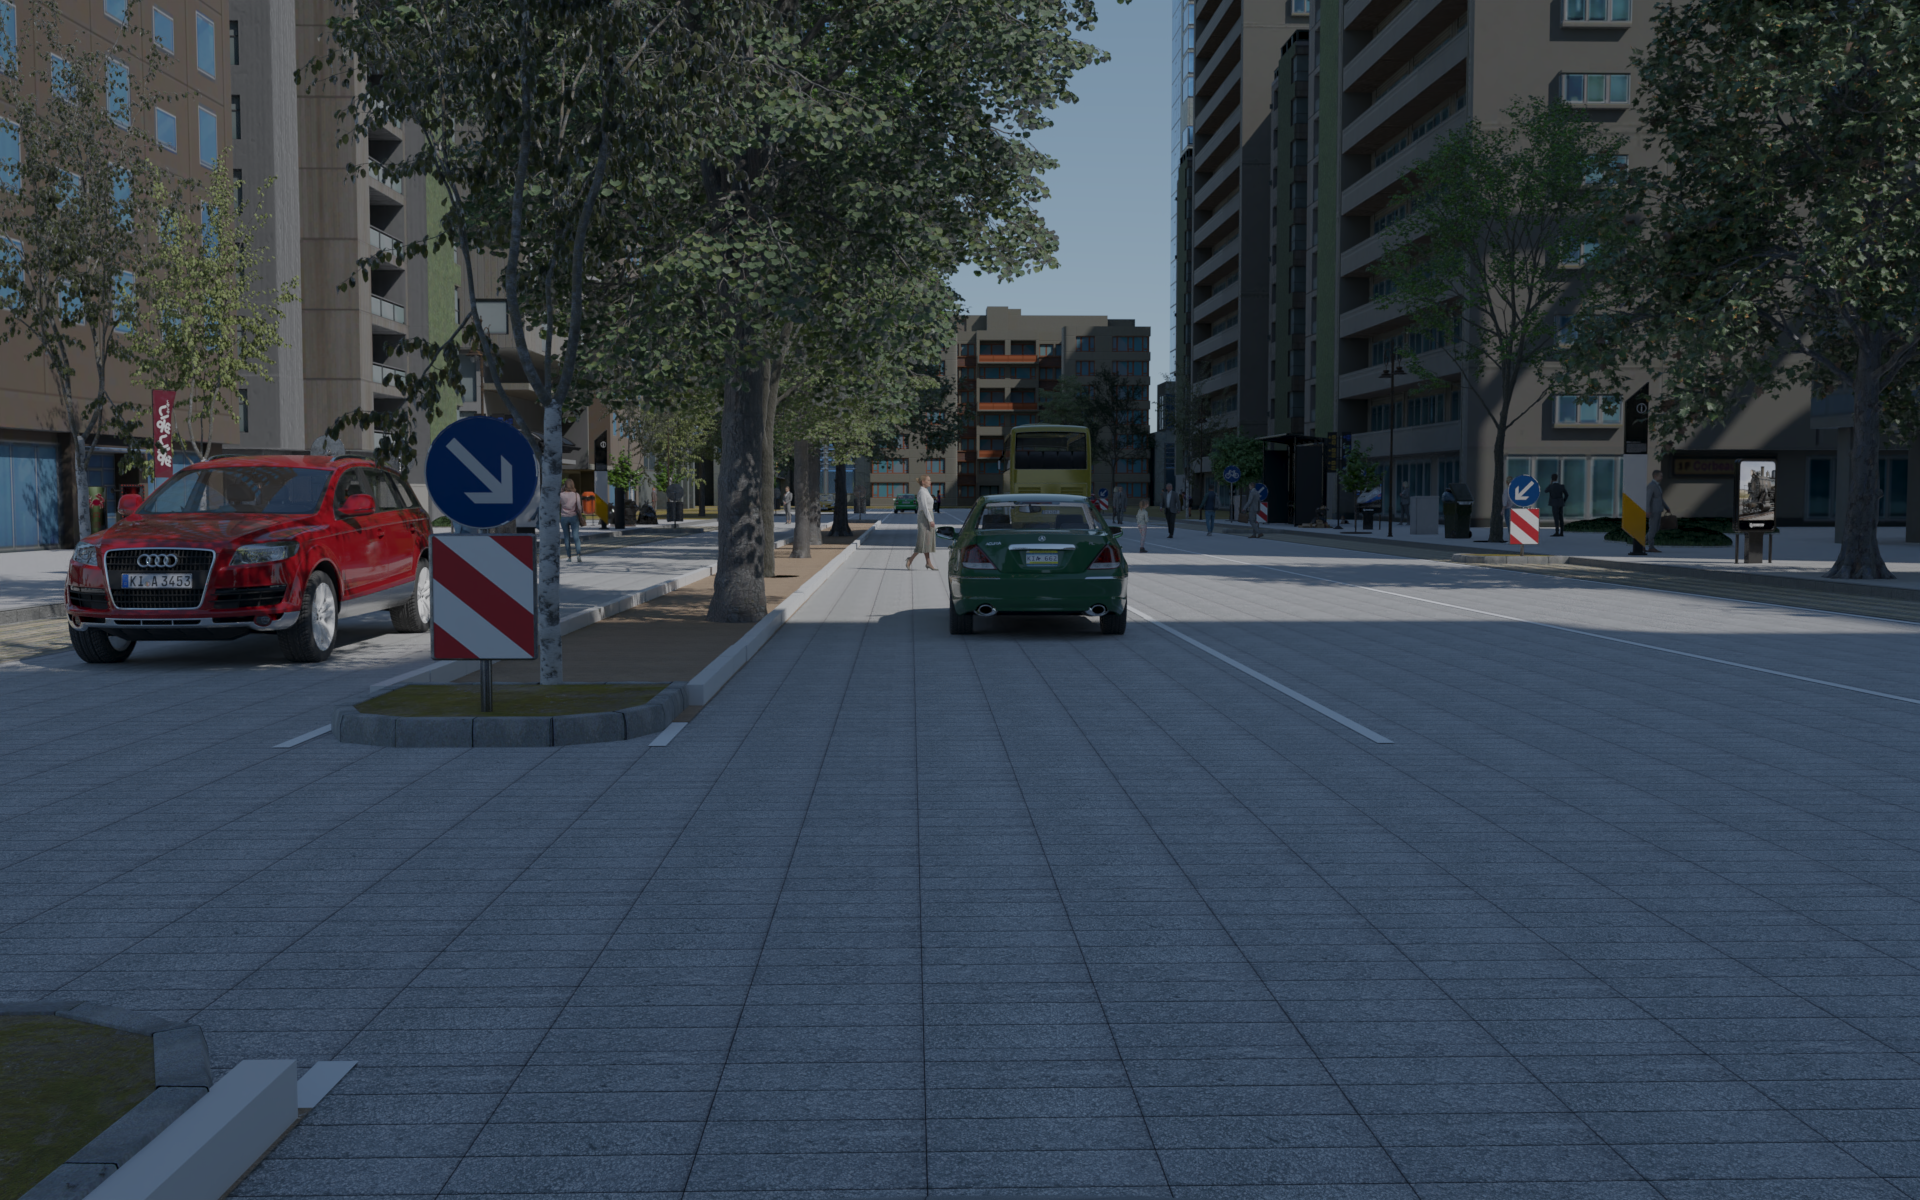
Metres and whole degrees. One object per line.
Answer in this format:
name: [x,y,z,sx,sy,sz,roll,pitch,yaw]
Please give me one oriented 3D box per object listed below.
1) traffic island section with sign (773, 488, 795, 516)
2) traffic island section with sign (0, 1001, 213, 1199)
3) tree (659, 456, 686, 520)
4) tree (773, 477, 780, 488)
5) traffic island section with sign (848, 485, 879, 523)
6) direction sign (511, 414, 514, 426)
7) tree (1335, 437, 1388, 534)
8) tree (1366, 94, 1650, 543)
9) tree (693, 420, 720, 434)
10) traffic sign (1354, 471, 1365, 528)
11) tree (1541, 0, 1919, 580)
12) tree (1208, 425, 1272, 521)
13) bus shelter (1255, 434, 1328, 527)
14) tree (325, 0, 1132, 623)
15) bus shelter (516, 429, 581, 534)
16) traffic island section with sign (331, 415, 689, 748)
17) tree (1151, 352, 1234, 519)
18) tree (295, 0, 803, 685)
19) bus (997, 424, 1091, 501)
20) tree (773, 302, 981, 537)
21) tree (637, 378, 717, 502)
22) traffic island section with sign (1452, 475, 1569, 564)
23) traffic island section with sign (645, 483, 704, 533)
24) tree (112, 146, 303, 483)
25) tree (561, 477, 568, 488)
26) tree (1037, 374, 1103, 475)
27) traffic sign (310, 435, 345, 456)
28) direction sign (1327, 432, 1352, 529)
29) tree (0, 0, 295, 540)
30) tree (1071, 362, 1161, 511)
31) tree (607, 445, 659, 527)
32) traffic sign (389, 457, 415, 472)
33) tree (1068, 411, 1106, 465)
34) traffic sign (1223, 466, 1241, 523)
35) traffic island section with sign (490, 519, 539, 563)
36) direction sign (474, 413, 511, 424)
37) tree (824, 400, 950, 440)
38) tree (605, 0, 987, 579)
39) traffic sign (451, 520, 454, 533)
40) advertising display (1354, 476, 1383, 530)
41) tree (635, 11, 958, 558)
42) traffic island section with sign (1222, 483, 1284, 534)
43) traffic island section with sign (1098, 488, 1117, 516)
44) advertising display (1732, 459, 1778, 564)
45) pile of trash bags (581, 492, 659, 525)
traffic island section with sign: [-11.932,-6.360,112.618,1.989,1.847,2.006,0,4,-2]
traffic island section with sign: [-2.593,0.294,3.332,2.006,1.907,1.989,0,4,-2]
tree: [-14.808,-5.682,87.501,1.663,3.219,1.824,0,3,0]
tree: [-16.312,-9.374,147.869,1.663,3.219,1.824,0,3,0]
traffic island section with sign: [-4.982,-4.753,85.843,2.006,1.907,1.989,0,4,-2]
direction sign: [-13.062,-3.516,49.491,0.876,3.537,0.379,2,4,29]
tree: [12.728,-3.755,55.996,1.663,3.219,1.824,0,3,0]
tree: [14.306,-7.318,45.407,9.928,11.665,9.643,0,3,0]
tree: [-15.016,-13.341,128.493,12.009,13.543,11.850,0,3,0]
traffic sign: [14.997,-4.005,65.594,0.768,2.556,0.104,0,4,6]
tree: [13.857,-6.669,26.054,9.611,12.733,9.660,0,3,0]
tree: [13.254,-6.017,82.093,4.285,4.588,4.351,0,3,0]
bus shelter: [13.427,-4.837,70.370,1.731,3.624,6.357,0,4,-2]
tree: [-2.506,-6.729,19.130,9.857,13.997,8.962,0,3,0]
bus shelter: [-13.836,-3.817,56.327,2.014,3.302,5.546,0,4,-2]
traffic island section with sign: [-2.798,-0.159,10.736,2.006,1.907,1.989,0,4,-2]
tree: [12.140,-8.569,90.466,4.360,8.622,3.978,0,3,0]
tree: [-2.788,-3.601,11.698,4.360,8.622,3.978,0,3,0]
bus: [2.839,-4.175,59.801,2.896,3.916,12.252,0,4,0]
tree: [-4.033,-8.483,58.164,9.611,12.733,9.660,0,3,0]
tree: [-13.727,-8.086,82.570,4.737,8.622,4.395,0,3,0]
traffic island section with sign: [11.417,-1.688,36.226,1.989,1.847,2.006,0,4,-2]
traffic island section with sign: [-10.511,-3.381,63.903,1.989,1.847,2.006,0,4,-2]
tree: [-16.304,-5.309,37.172,4.737,8.622,4.395,0,3,0]
tree: [-20.108,-5.538,85.148,1.663,3.219,1.824,0,3,0]
tree: [10.173,-15.018,163.665,7.486,12.596,7.792,0,3,0]
traffic sign: [-13.551,-2.264,37.127,0.768,2.556,0.104,0,4,3]
direction sign: [13.816,-4.351,63.143,0.876,3.537,0.379,2,4,27]
tree: [-11.947,-4.450,23.114,4.360,8.622,3.978,0,3,0]
tree: [10.676,-11.538,123.053,7.601,10.594,8.767,-1,4,-21]
tree: [-13.184,-4.507,68.283,1.663,3.219,1.824,0,3,0]
traffic sign: [-14.184,-2.678,43.892,0.768,2.556,0.104,0,4,6]
tree: [10.299,-12.029,147.042,4.360,8.622,3.978,0,3,0]
traffic sign: [12.127,-4.720,77.274,0.768,2.556,0.104,0,4,8]
traffic island section with sign: [-9.721,-1.701,36.443,1.989,1.847,2.006,0,4,-2]
direction sign: [-13.212,-3.468,48.697,0.876,3.537,0.379,0,4,6]
tree: [-4.549,-8.003,67.718,8.767,10.594,7.601,0,4,-2]
tree: [-3.234,-6.174,29.158,9.928,11.665,9.643,0,3,0]
traffic sign: [-12.126,-2.527,41.326,0.884,2.594,0.081,0,4,5]
advertising display: [14.704,-3.497,62.381,0.974,1.923,0.123,0,4,8]
tree: [-3.648,-7.218,38.606,7.486,12.596,7.792,0,3,0]
traffic island section with sign: [10.639,-3.336,63.170,1.989,1.847,2.006,0,4,-2]
traffic island section with sign: [9.185,-6.397,113.218,1.989,1.847,2.006,0,4,-2]
advertising display: [14.655,-1.635,31.941,0.974,1.923,0.123,-2,4,-24]
pile of trash bags: [-14.320,-3.809,72.037,1.912,1.369,3.447,3,4,38]
